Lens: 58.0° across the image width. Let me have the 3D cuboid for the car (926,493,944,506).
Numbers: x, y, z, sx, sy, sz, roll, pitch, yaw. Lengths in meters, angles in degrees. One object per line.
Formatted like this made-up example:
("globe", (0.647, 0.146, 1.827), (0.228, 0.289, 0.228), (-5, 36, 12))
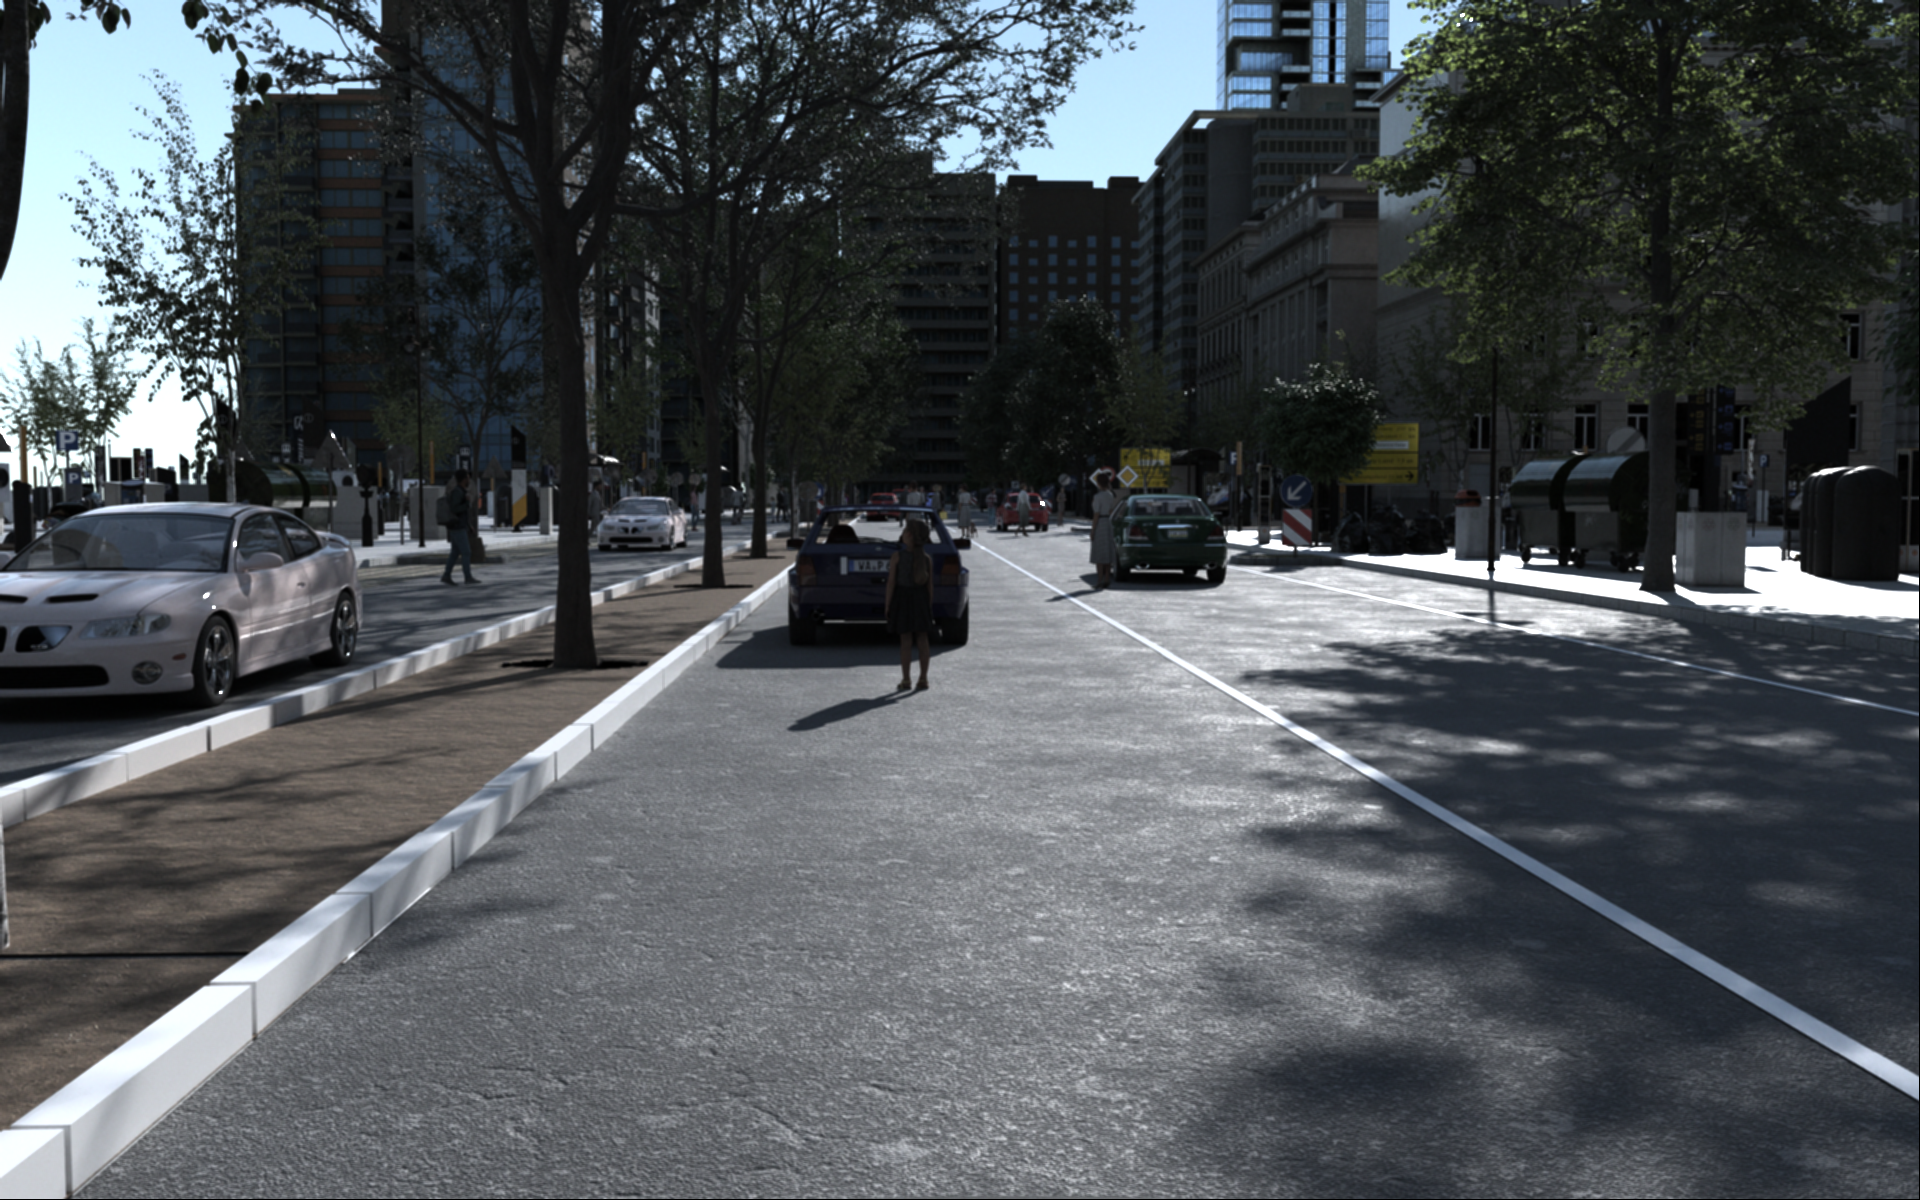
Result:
("car", (-2.294, -8.812, 153.660), (1.945, 1.707, 3.694), (0, 4, -3))

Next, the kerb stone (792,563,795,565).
("kerb stone", (-2.977, -0.513, 30.642), (0.120, 0.150, 1.000), (0, 4, -2))

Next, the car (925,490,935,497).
("car", (-2.677, -9.830, 169.386), (2.281, 1.827, 5.304), (0, 4, -1))

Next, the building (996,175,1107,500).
("building", (12.483, -36.444, 245.967), (14.200, 45.320, 14.600), (0, 4, -2))

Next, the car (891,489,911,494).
("car", (-4.501, -7.650, 133.758), (2.281, 1.827, 5.304), (0, 4, 0))

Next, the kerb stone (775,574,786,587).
("kerb stone", (-2.797, -0.265, 26.549), (0.120, 0.150, 1.000), (0, 4, -2))

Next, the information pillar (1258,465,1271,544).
("information pillar", (7.834, -2.452, 44.588), (0.304, 2.012, 0.304), (0, 4, 4))

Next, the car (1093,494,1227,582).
("car", (3.397, -1.095, 29.701), (2.131, 1.459, 4.920), (0, 4, -1))

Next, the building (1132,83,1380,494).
("building", (32.827, -29.127, 168.107), (32.217, 40.220, 23.993), (0, 4, -2))

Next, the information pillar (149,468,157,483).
("information pillar", (-22.798, -2.736, 49.221), (0.304, 2.012, 0.304), (2, 4, 27))

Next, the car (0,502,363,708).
("car", (-5.978, -0.044, 13.080), (2.083, 1.381, 4.827), (0, 4, -3))

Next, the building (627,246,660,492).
("building", (-41.303, -25.896, 195.096), (14.107, 30.474, 14.160), (0, 4, -2))

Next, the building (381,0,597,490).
("building", (-39.041, -30.345, 146.253), (14.600, 45.320, 14.200), (0, 4, -2))

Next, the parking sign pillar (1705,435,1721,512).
("parking sign pillar", (34.605, -5.576, 79.641), (1.447, 3.967, 1.447), (1, 4, 15))

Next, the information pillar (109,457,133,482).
("information pillar", (-16.683, -1.835, 34.487), (0.304, 2.012, 0.304), (2, 4, 28))

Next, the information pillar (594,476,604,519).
("information pillar", (-14.828, -4.077, 71.152), (0.304, 2.012, 0.304), (-3, 5, -45))

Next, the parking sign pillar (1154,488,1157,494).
("parking sign pillar", (15.436, -9.180, 138.566), (1.447, 3.967, 1.447), (1, 4, 19))

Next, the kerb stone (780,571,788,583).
("kerb stone", (-2.835, -0.326, 27.572), (0.120, 0.150, 1.000), (0, 4, -2))

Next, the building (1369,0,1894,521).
("building", (34.660, -17.752, 87.505), (25.104, 27.353, 12.463), (0, 4, -2))

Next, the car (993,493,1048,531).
("car", (2.406, -3.597, 67.859), (2.155, 1.783, 4.494), (0, 4, -3))

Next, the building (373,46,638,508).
("building", (-43.236, -31.398, 167.979), (22.147, 44.769, 28.867), (0, 4, -2))

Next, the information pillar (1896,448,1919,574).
("information pillar", (15.347, -1.438, 28.002), (0.304, 2.012, 0.304), (-1, 4, -15))

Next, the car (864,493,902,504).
("car", (-4.056, -5.090, 92.265), (2.155, 1.783, 4.494), (0, 4, -1))

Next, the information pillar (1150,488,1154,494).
("information pillar", (12.679, -6.763, 115.068), (0.304, 2.012, 0.304), (3, 4, 36))

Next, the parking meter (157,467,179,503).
("parking meter", (-16.883, -1.910, 36.947), (0.399, 1.863, 0.255), (-1, 4, -19))

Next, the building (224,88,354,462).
("building", (-62.910, -32.750, 190.093), (28.867, 44.769, 22.147), (0, 4, -2))

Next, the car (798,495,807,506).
("car", (-16.413, -10.144, 178.434), (1.945, 1.354, 3.894), (0, 4, -3))

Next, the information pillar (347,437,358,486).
("information pillar", (-24.990, -4.886, 71.236), (0.504, 3.616, 0.183), (2, 4, 24))

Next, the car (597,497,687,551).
("car", (-8.237, -2.009, 45.208), (2.083, 1.381, 4.827), (0, 4, -2))

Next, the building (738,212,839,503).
("building", (-24.072, -34.304, 244.457), (14.086, 41.232, 14.154), (0, 4, -2))

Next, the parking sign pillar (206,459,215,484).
("parking sign pillar", (-42.357, -6.758, 98.965), (1.447, 3.967, 1.447), (-3, 5, -44))

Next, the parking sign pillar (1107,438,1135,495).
("parking sign pillar", (7.814, -5.850, 84.119), (1.447, 3.967, 1.447), (2, 4, 30))

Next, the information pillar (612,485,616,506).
("information pillar", (-26.721, -7.894, 133.551), (0.304, 2.012, 0.304), (-2, 4, -30))

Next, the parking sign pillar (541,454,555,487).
("parking sign pillar", (-27.708, -7.835, 116.567), (1.447, 3.967, 1.447), (1, 4, 9))

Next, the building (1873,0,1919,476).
("building", (30.158, -11.698, 33.060), (13.314, 21.916, 24.055), (0, 4, -2))

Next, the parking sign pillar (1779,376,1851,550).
("parking sign pillar", (19.686, -3.140, 39.811), (1.447, 3.967, 1.447), (2, 4, 24))

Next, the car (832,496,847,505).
("car", (-14.010, -11.658, 202.966), (2.083, 1.381, 4.827), (0, 4, -4))

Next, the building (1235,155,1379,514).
("building", (26.393, -16.403, 109.983), (13.314, 21.916, 24.055), (0, 4, -2))

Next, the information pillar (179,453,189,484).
("information pillar", (-44.167, -6.561, 98.632), (0.504, 3.616, 0.183), (-1, 4, -20))

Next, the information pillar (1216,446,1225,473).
("information pillar", (12.727, -5.702, 84.574), (0.504, 3.616, 0.183), (-2, 4, -31))

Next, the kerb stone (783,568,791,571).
("kerb stone", (-2.887, -0.389, 28.593), (0.120, 0.150, 1.000), (0, 4, -2))

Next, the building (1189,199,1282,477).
("building", (24.583, -18.543, 132.054), (11.050, 23.489, 19.941), (0, 4, -2))

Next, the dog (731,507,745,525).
("dog", (-10.402, -3.864, 80.009), (0.800, 0.831, 0.513), (1, 4, 10))

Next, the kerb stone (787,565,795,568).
("kerb stone", (-2.933, -0.453, 29.621), (0.120, 0.150, 1.000), (0, 4, -2))

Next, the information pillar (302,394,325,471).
("information pillar", (-15.148, -3.012, 40.601), (0.504, 3.616, 0.183), (-1, 4, -9))

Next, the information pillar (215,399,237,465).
("information pillar", (-17.500, -3.057, 41.335), (0.504, 3.616, 0.183), (-3, 5, -43))

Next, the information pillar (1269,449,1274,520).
("information pillar", (15.157, -5.687, 84.338), (0.183, 3.616, 0.504), (2, 4, 27))

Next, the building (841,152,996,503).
("building", (-6.042, -38.180, 247.939), (21.600, 48.544, 21.300), (0, 4, -2))

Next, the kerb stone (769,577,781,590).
("kerb stone", (-2.764, -0.204, 25.528), (0.120, 0.150, 1.000), (0, 4, -2))

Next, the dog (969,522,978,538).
("dog", (0.441, -2.314, 57.120), (0.406, 0.507, 0.540), (-2, 4, -25))

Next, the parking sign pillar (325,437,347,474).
("parking sign pillar", (-29.682, -5.712, 81.863), (1.447, 3.967, 1.447), (0, 4, 5))

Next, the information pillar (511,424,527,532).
("information pillar", (-14.761, -4.071, 57.921), (0.504, 3.616, 0.183), (-1, 4, -15))

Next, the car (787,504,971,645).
("car", (-0.835, -0.321, 17.834), (1.945, 1.354, 3.894), (0, 4, -3))

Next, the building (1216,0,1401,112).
("building", (49.661, -57.360, 250.503), (31.000, 86.520, 22.319), (0, 4, -2))

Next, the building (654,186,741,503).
("building", (-45.879, -36.285, 247.885), (28.867, 44.769, 22.147), (0, 4, -2))

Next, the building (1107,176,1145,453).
("building", (26.649, -36.512, 247.081), (14.200, 45.320, 14.600), (0, 4, -2))

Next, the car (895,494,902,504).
("car", (-4.029, -5.686, 104.758), (2.131, 1.459, 4.920), (0, 4, -4))
